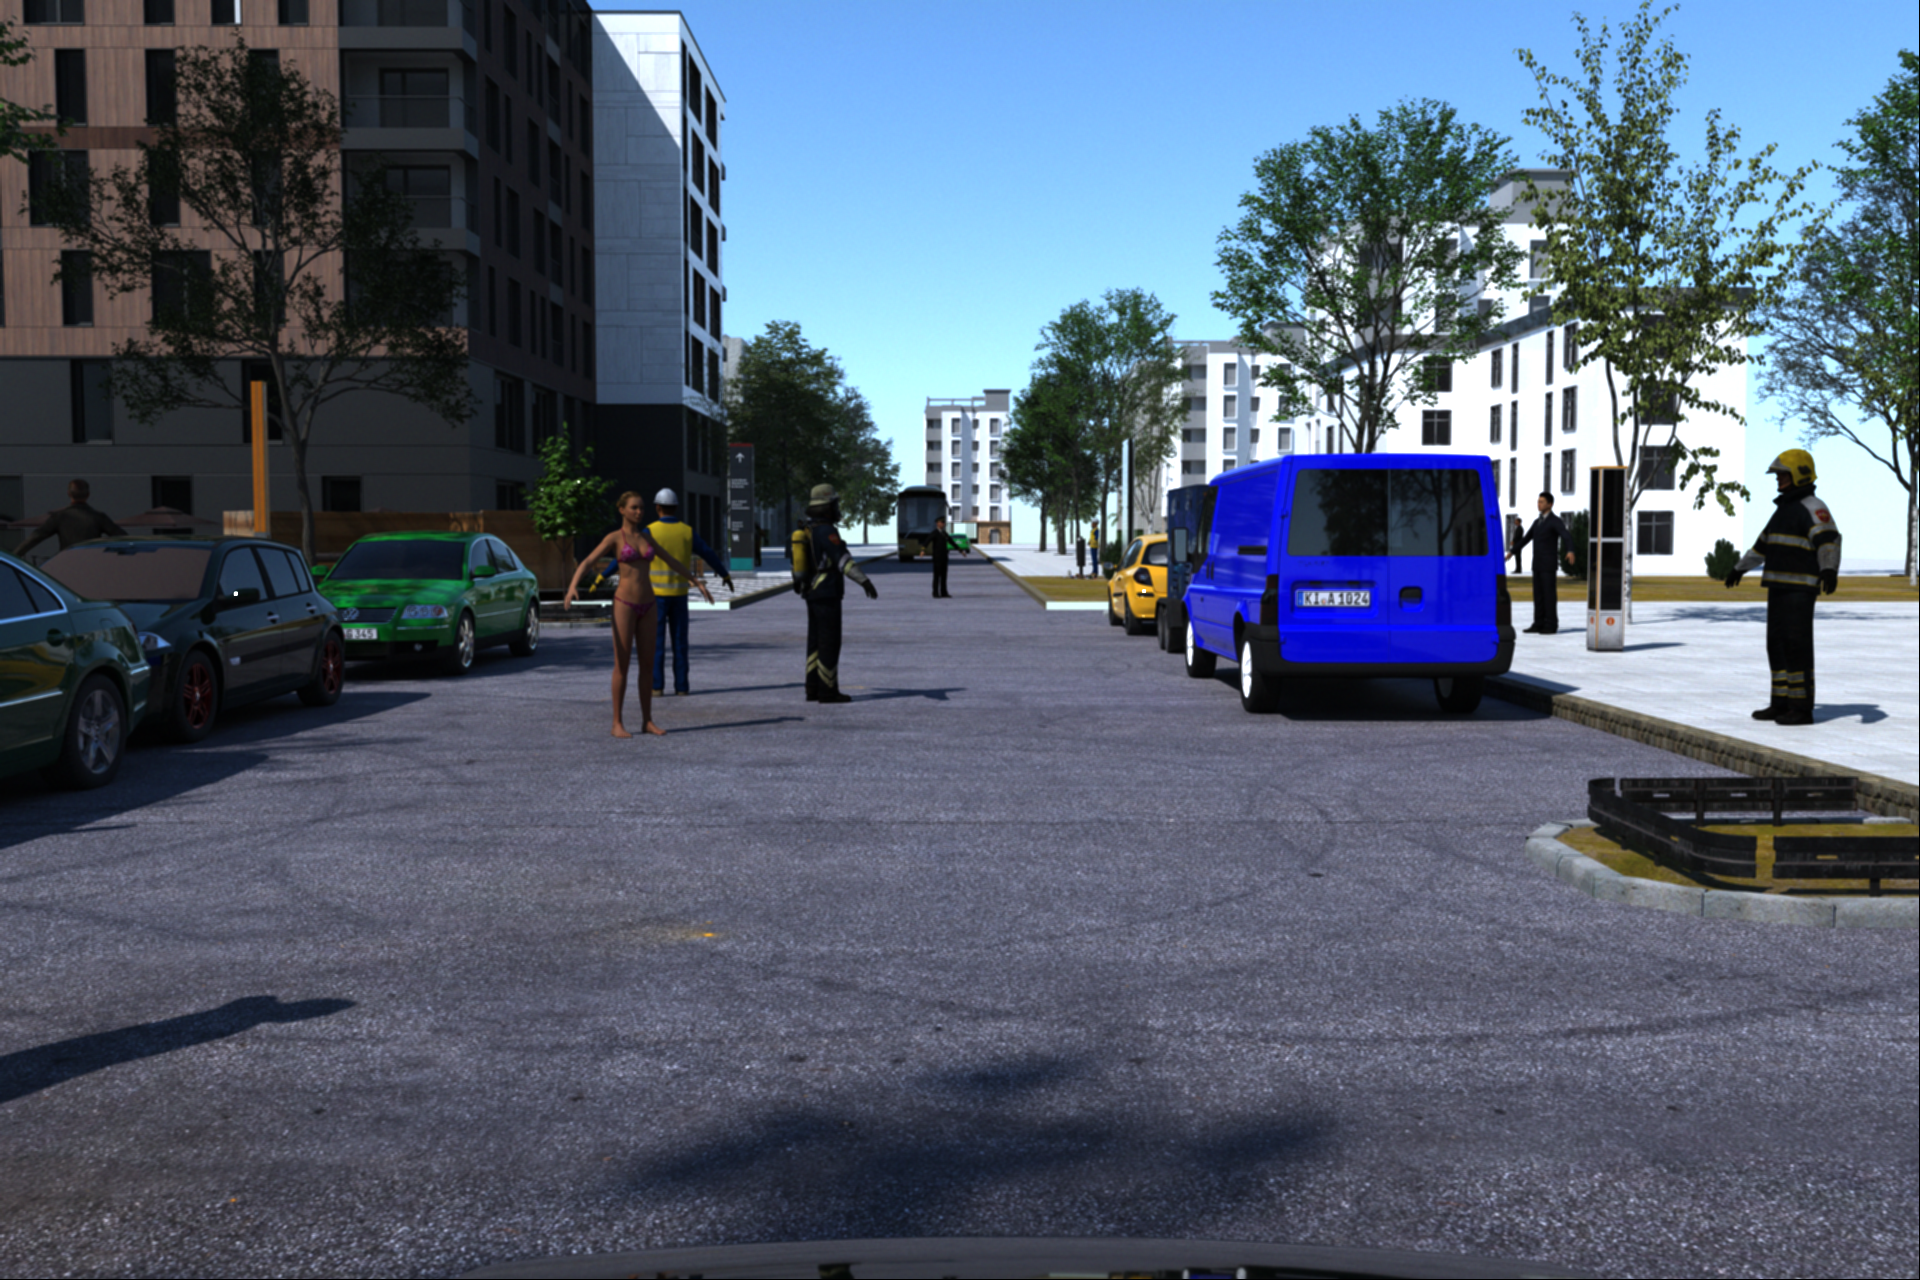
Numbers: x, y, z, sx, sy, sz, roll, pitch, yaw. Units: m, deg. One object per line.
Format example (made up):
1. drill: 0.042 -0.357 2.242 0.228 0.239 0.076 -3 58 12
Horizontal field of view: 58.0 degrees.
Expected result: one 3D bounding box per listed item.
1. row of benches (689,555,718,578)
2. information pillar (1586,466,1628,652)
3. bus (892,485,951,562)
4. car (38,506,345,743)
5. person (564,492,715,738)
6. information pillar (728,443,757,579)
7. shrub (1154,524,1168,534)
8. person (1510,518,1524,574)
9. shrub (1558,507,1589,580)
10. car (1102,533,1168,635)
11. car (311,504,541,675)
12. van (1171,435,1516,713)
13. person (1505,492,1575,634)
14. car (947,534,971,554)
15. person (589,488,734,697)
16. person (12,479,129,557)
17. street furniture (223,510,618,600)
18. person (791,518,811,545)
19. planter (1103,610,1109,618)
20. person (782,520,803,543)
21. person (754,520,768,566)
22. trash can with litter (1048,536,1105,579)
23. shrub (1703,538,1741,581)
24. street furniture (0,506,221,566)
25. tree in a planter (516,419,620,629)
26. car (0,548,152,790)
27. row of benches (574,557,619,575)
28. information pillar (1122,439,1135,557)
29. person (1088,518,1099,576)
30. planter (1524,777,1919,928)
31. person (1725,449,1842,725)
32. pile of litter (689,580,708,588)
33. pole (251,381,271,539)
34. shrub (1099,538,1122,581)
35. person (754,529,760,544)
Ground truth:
1. row of benches: -8.158 -2.121 50.134 1.422 0.672 4.104 1 4 16
2. information pillar: 7.051 -0.880 18.883 0.304 2.012 0.304 0 4 -1
3. bus: -1.942 -6.098 91.241 2.896 3.916 12.252 0 4 -1
4. car: -6.081 -0.202 13.094 2.009 1.686 4.222 0 4 0
5. person: -2.271 -0.184 12.267 1.217 1.733 0.721 -3 5 -43
6. information pillar: -6.257 -3.693 49.764 0.750 3.857 0.750 0 4 0
7. shrub: 6.462 -2.798 49.781 1.661 2.075 1.752 0 3 0
8. person: 18.125 -3.064 56.318 0.704 1.802 1.346 2 4 28
9. shrub: 17.461 -2.688 48.376 1.690 2.028 1.600 0 3 0
10. car: 3.186 -0.959 25.903 2.015 1.641 3.980 0 4 0
11. car: -5.887 -0.622 18.958 1.959 1.807 4.718 0 4 0
12. van: 3.214 -0.682 15.537 2.240 2.365 5.245 0 4 -1
13. person: 7.510 -0.995 22.311 0.704 1.823 1.345 -1 4 -19
14. car: -0.177 -7.327 128.588 1.959 1.807 4.718 0 4 -1
15. person: -2.607 -0.424 15.364 1.349 1.833 0.705 -2 4 -30
16. person: -8.432 -0.639 16.624 1.348 1.807 0.705 -2 4 -23
17. street furniture: -10.494 -1.752 35.495 9.812 1.723 11.010 -3 5 -40
18. person: -5.236 -3.316 60.077 1.347 1.847 0.705 -3 4 -36
19. planter: 3.506 -0.551 30.145 1.991 0.319 1.994 0 4 1
20. person: -5.911 -3.527 63.861 1.347 1.806 0.705 1 4 12
21. person: -8.126 -3.870 69.038 1.354 1.858 0.705 2 4 35
22. trash can with litter: 3.420 -2.383 50.012 1.678 1.210 2.233 0 4 0
23. shrub: 21.027 -2.241 47.760 1.383 1.207 1.383 0 3 0
24. street furniture: -32.312 -2.052 38.575 27.439 1.986 14.083 0 4 2
25. tree in a planter: -6.217 -1.830 27.139 1.991 3.239 1.994 0 3 0
26. car: -5.748 0.208 8.405 2.131 1.459 4.920 0 4 0
27. row of benches: -10.668 -1.890 46.357 4.104 0.672 1.422 -1 4 -9
28. information pillar: 4.215 -3.188 43.437 0.184 3.620 1.656 0 4 1
29. person: 4.066 -2.864 53.290 0.721 1.772 1.216 0 4 -3
30. planter: 3.494 0.847 7.286 1.991 0.319 1.994 0 4 1
31. person: 5.620 -0.366 11.754 0.704 1.858 1.351 0 4 -2
32. pile of litter: -6.718 -1.722 42.112 1.176 0.858 1.719 0 4 -1
33. pole: -9.369 -1.798 23.239 0.158 3.312 0.155 0 3 0
34. shrub: 4.234 -2.160 46.429 1.383 1.207 1.383 0 3 0
35. person: -7.776 -3.548 64.132 0.705 1.813 1.348 2 4 29
